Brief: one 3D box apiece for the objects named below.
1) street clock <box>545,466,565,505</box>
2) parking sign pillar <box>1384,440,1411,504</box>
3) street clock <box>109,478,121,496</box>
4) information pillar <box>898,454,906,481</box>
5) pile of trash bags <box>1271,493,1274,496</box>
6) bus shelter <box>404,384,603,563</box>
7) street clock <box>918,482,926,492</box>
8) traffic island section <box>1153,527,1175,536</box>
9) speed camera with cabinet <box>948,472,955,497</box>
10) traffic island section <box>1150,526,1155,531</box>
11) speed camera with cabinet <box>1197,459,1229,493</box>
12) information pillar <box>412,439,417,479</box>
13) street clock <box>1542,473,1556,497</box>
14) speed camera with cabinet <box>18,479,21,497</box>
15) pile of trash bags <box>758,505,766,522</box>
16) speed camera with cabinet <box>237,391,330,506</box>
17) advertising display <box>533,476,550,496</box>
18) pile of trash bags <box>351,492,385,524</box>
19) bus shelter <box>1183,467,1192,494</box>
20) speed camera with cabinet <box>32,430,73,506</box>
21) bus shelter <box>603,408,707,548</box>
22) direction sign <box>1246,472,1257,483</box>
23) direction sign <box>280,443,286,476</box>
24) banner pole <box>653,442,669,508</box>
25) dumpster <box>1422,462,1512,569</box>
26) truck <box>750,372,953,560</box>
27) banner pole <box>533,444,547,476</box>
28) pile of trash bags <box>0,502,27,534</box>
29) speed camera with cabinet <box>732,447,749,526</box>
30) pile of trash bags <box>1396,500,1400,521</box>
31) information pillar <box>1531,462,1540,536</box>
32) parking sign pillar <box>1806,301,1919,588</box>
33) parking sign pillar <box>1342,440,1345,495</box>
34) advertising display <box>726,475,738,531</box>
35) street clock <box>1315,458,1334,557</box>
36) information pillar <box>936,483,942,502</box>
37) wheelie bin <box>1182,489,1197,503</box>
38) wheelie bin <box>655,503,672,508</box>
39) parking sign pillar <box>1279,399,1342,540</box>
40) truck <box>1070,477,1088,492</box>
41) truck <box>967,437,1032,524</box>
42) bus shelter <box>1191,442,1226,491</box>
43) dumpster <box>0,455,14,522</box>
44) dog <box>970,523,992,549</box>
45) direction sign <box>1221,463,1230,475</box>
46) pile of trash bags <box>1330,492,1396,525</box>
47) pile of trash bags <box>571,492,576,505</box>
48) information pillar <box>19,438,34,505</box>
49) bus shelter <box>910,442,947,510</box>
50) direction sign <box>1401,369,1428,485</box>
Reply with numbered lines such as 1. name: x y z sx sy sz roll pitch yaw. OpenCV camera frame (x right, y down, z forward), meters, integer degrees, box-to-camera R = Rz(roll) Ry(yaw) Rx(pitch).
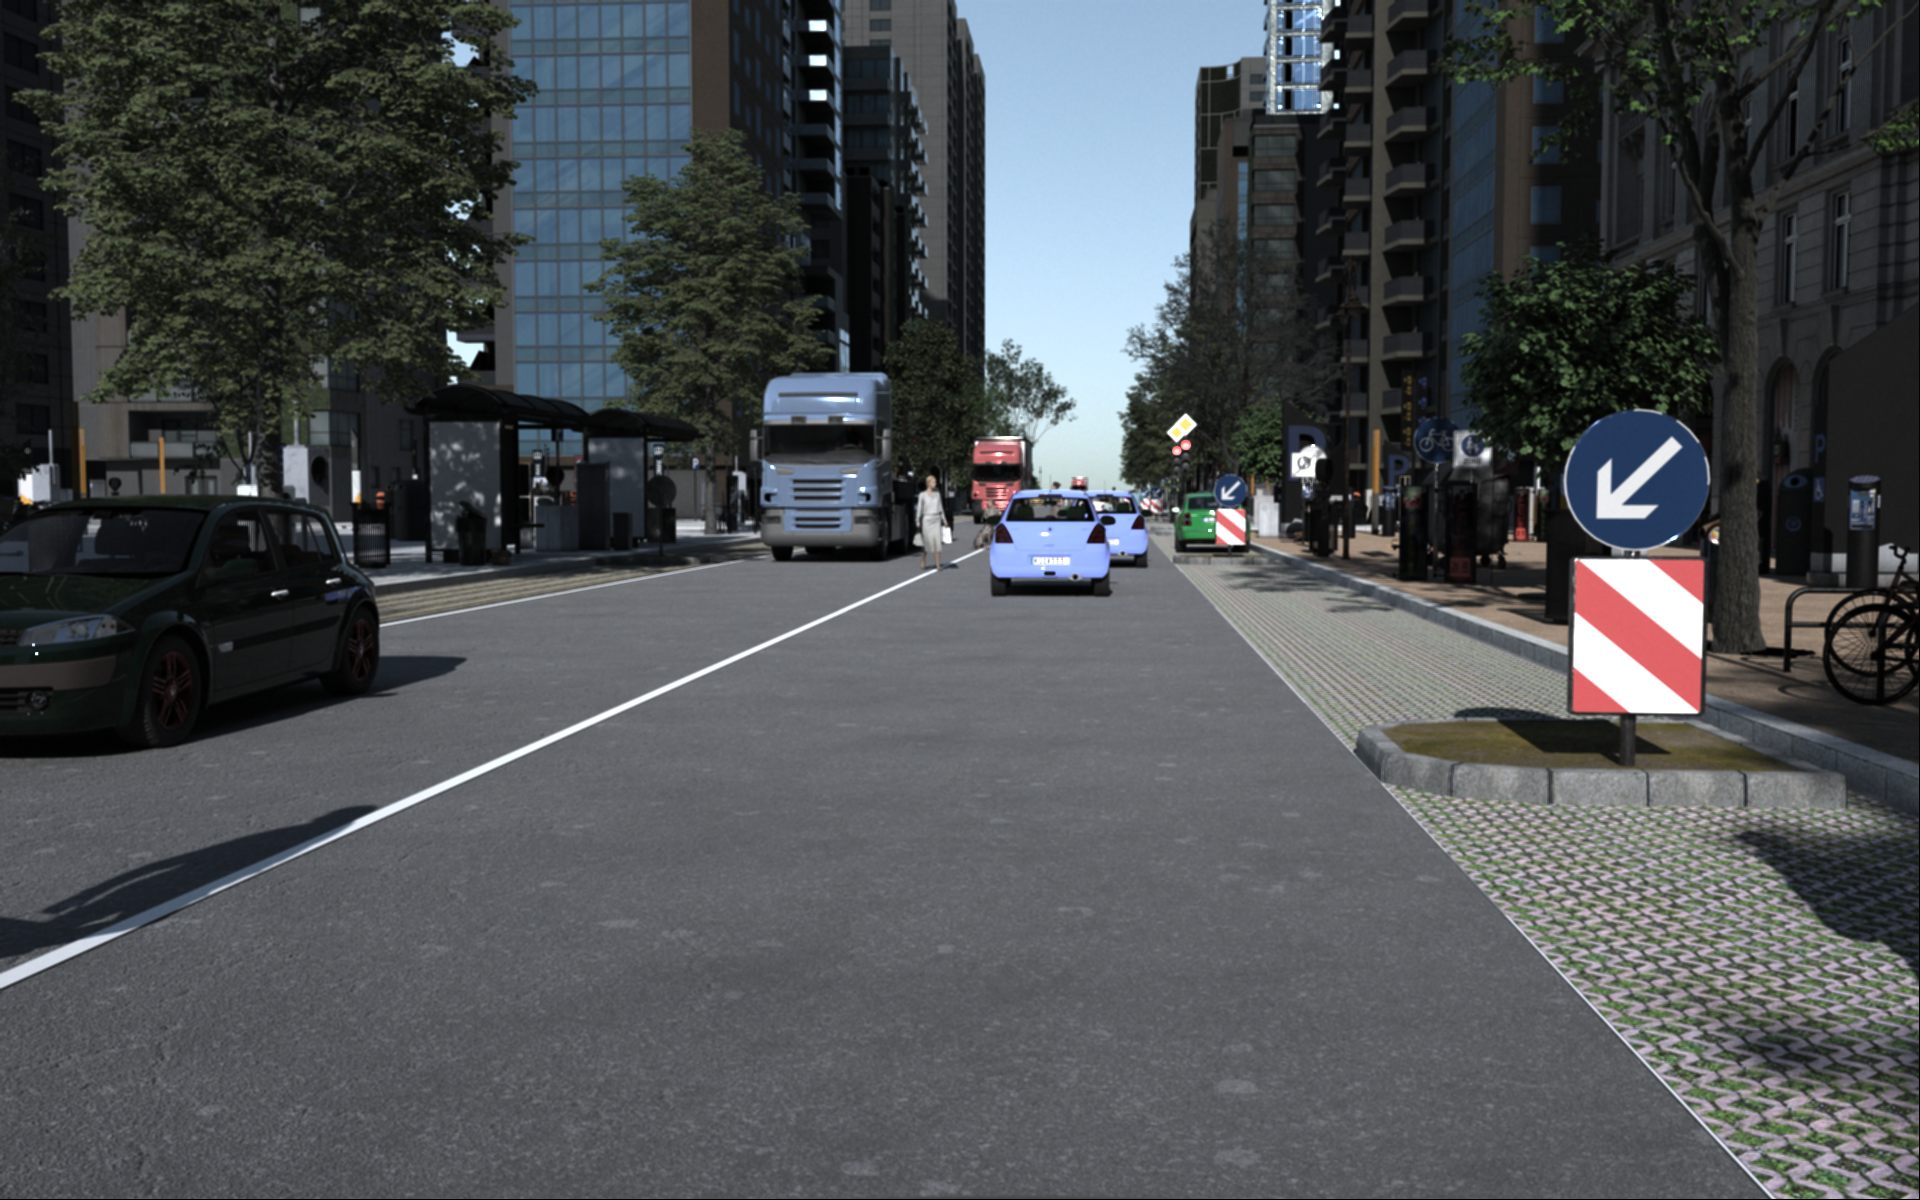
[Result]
1. street clock: -10.537 -2.479 45.109 0.471 2.002 0.358 -1 4 -10
2. parking sign pillar: 21.692 -5.955 85.841 1.447 3.967 1.447 -1 4 -10
3. street clock: -37.108 -4.375 76.098 0.471 2.002 0.358 1 4 9
4. information pillar: -3.378 -6.709 101.039 0.504 3.616 0.183 0 4 -7
5. pile of trash bags: 17.378 -5.046 92.250 3.447 1.369 1.912 -3 5 -40
6. bus shelter: -8.998 -2.489 34.614 2.014 3.302 5.546 0 4 5
7. street clock: -2.207 -5.911 101.222 0.471 2.002 0.358 1 4 18
8. traffic island section: 7.849 -2.325 60.295 2.009 0.180 2.903 0 4 5
9. speed camera with cabinet: -1.381 -8.577 134.572 2.038 3.252 0.660 -2 4 -28
10. traffic island section: 8.533 -2.812 68.251 2.009 0.180 2.903 0 4 5
11. speed camera with cabinet: 13.205 -5.787 88.950 2.038 3.252 0.660 -1 4 -19
12. information pillar: -23.184 -5.036 73.689 0.183 3.616 0.504 -2 4 -32
13. street clock: 17.347 -2.845 51.079 0.358 2.002 0.471 0 4 -7
14. speed camera with cabinet: -43.258 -5.325 81.402 0.660 3.252 2.038 1 4 16
15. pile of trash bags: -8.096 -4.223 78.799 1.912 1.369 3.447 -1 4 -19
16. speed camera with cabinet: -12.525 -2.310 32.107 0.660 3.252 2.038 1 4 14
17. advertising display: -14.968 -3.441 61.471 0.123 1.923 0.974 3 4 38
18. pile of trash bags: -24.823 -3.921 73.865 1.912 1.369 3.447 -2 4 -25
19. bus shelter: 16.351 -8.000 122.082 1.731 3.624 6.357 0 4 5
20. speed camera with cabinet: -28.182 -3.651 54.035 0.660 3.252 2.038 0 4 -3
21. bus shelter: -8.003 -3.043 43.685 2.014 3.302 5.546 0 4 5
22. direction sign: 21.216 -8.208 126.204 0.876 3.537 0.379 2 4 25
23. direction sign: -30.187 -5.172 76.556 0.876 3.537 0.379 -3 5 -43
24. banner pole: -13.124 -5.286 76.442 0.863 3.779 0.401 0 4 2
25. dumpster: 8.841 -1.496 30.218 1.264 1.857 1.865 0 4 5
26. truck: -2.202 -3.332 44.230 2.967 4.110 18.799 0 4 5
27. banner pole: -20.855 -5.885 86.240 0.863 3.779 0.401 -2 4 -25
28. pile of trash bags: -26.234 -2.308 47.484 1.912 1.369 3.447 3 5 43
29. speed camera with cabinet: -8.894 -4.596 69.484 0.660 3.252 2.038 0 4 3
30. pile of trash bags: 20.227 -4.446 82.437 3.447 1.369 1.912 0 4 6
31. information pillar: 17.580 -3.756 52.771 0.183 3.616 0.504 0 4 7
32. parking sign pillar: 12.683 -2.186 24.206 1.447 3.967 1.447 0 4 3
33. parking sign pillar: 18.406 -5.929 85.410 1.447 3.967 1.447 -3 5 -41
34. advertising display: -7.892 -3.357 60.102 0.123 1.923 0.974 1 4 10
35. street clock: 7.418 -1.879 35.296 0.358 2.002 0.471 2 4 34
36. information pillar: -1.414 -6.859 116.644 0.304 2.012 0.304 3 5 44
37. wheelie bin: 18.069 -7.949 137.879 0.693 1.594 0.980 -2 4 -28
38. wheelie bin: -14.022 -4.518 81.777 0.980 1.594 0.693 1 4 17
39. parking sign pillar: 9.839 -3.719 49.285 1.447 3.967 1.447 0 4 -6
40. truck: 20.247 -18.621 293.370 2.839 4.237 11.283 0 4 6
41. truck: 2.133 -5.982 86.724 2.839 4.237 11.283 0 4 5
42. bus shelter: 16.232 -8.357 114.268 2.179 5.291 8.768 0 4 5
43. dumpster: -10.969 -0.930 17.706 1.502 2.255 1.985 0 4 5
44. dog: 0.506 -1.730 45.128 0.800 0.831 0.513 1 4 19
45. direction sign: 19.068 -8.099 124.417 0.379 3.537 0.876 -3 5 -40
46. pile of trash bags: 15.956 -3.797 71.840 3.447 1.369 1.912 -2 4 -24
47. pile of trash bags: -19.594 -4.394 81.587 3.447 1.369 1.912 -1 4 -19
48. information pillar: -38.738 -4.927 71.908 0.504 3.616 0.183 -1 4 -11
49. bus shelter: -2.135 -8.827 121.952 2.179 5.291 8.768 0 4 5
50. direction sign: 8.304 -2.430 31.729 0.379 3.537 0.876 3 5 44
